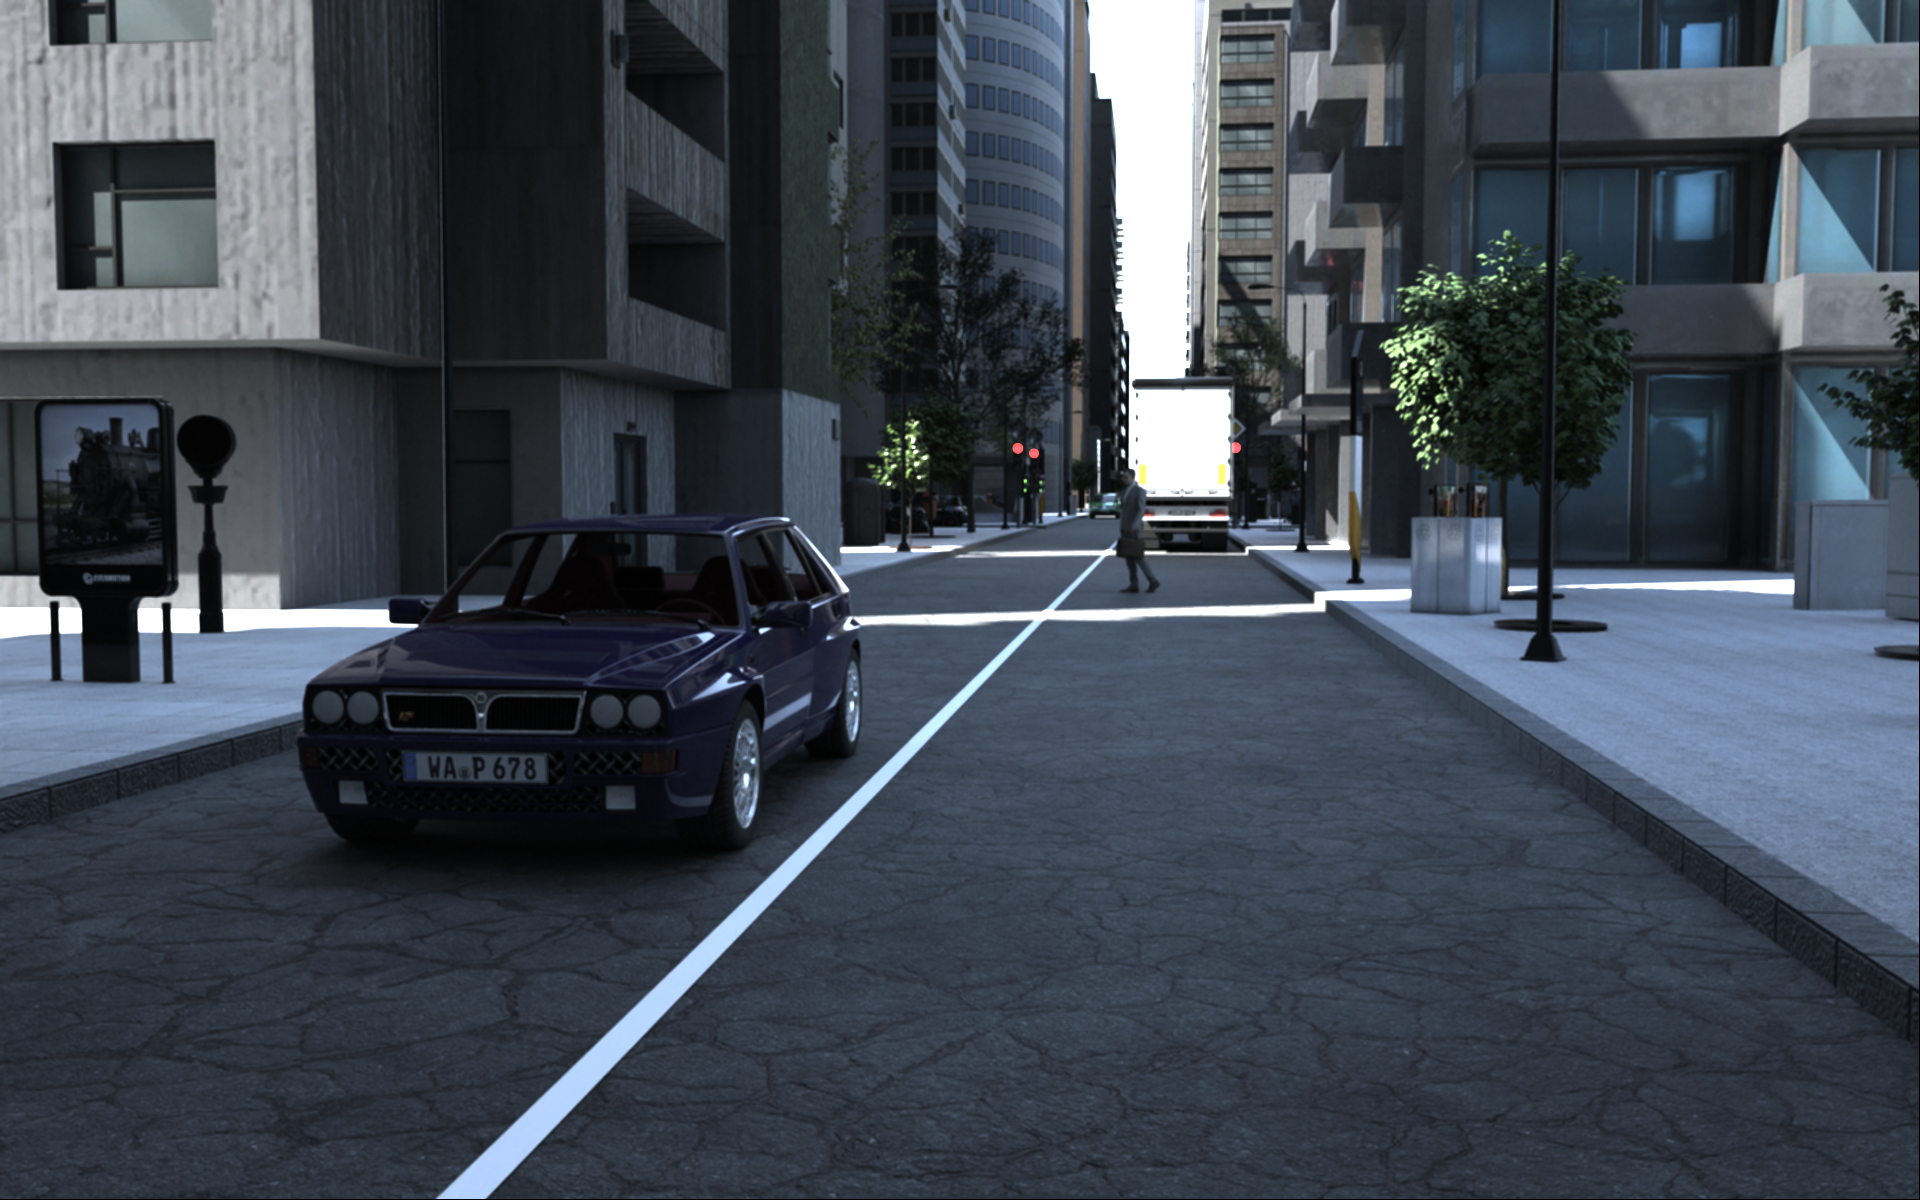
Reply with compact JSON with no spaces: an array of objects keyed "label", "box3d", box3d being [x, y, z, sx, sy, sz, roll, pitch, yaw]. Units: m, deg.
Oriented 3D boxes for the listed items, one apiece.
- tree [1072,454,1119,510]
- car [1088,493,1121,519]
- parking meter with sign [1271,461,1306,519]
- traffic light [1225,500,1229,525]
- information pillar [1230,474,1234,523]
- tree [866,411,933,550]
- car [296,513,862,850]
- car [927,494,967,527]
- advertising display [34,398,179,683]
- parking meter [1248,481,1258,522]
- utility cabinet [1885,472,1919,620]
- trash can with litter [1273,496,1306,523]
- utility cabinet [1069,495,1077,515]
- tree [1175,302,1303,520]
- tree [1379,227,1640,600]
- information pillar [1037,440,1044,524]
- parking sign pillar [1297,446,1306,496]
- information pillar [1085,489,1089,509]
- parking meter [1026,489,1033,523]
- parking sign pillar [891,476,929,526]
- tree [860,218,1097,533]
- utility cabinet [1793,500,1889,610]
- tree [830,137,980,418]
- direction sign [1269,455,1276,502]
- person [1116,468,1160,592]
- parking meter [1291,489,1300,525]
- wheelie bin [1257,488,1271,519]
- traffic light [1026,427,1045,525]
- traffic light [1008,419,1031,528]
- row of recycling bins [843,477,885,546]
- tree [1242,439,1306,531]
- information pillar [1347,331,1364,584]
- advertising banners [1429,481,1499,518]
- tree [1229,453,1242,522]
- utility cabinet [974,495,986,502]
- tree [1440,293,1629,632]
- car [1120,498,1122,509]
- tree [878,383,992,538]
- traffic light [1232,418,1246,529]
[{"label":"tree","box3d":[9.927,-9.668,141.778,4.285,4.588,4.351,0,3,0]},{"label":"car","box3d":[8.579,-5.713,102.209,1.959,1.807,4.718,0,4,6]},{"label":"parking meter with sign","box3d":[17.225,-5.792,90.961,1.738,3.016,0.543,2,4,32]},{"label":"traffic light","box3d":[11.053,-5.065,71.738,0.839,4.253,0.868,0,4,7]},{"label":"information pillar","box3d":[12.015,-5.181,76.067,0.183,3.616,0.504,-1,4,-15]},{"label":"tree","box3d":[-1.108,-2.803,40.437,1.663,3.219,1.824,0,3,0]},{"label":"car","box3d":[-1.568,0.264,8.272,1.945,1.354,3.894,0,4,6]},{"label":"car","box3d":[-1.649,-3.583,68.368,4.222,1.686,2.009,0,4,7]},{"label":"advertising display","box3d":[-5.800,-0.402,11.783,0.974,1.923,0.123,1,4,10]},{"label":"parking meter","box3d":[13.228,-4.436,78.237,0.399,1.863,0.255,0,4,-4]},{"label":"utility cabinet","box3d":[9.768,-0.525,17.270,0.318,1.500,1.173,0,4,-6]},{"label":"trash can with litter","box3d":[14.981,-3.996,76.390,2.233,1.210,1.678,2,4,28]},{"label":"utility cabinet","box3d":[6.995,-5.878,107.270,0.306,1.237,1.020,1,4,15]},{"label":"tree","box3d":[13.758,-9.226,85.261,8.767,10.594,7.601,0,4,7]},{"label":"tree","box3d":[6.864,-2.317,21.591,4.285,4.588,4.351,0,3,0]},{"label":"information pillar","box3d":[3.544,-5.140,75.387,0.183,3.616,0.504,-1,4,-17]},{"label":"parking sign pillar","box3d":[19.332,-6.573,95.934,1.447,3.967,1.447,1,4,16]},{"label":"information pillar","box3d":[10.841,-8.755,147.636,0.304,2.012,0.304,0,4,-4]},{"label":"parking meter","box3d":[3.070,-4.236,77.664,0.372,1.533,0.369,0,3,0]},{"label":"parking sign pillar","box3d":[-1.877,-4.618,63.973,1.447,3.967,1.447,1,4,9]},{"label":"tree","box3d":[0.462,-7.546,57.788,8.767,10.594,7.601,1,4,10]},{"label":"utility cabinet","box3d":[9.843,-0.498,19.302,1.020,1.237,0.306,0,4,-8]},{"label":"tree","box3d":[-2.832,-5.152,34.591,4.737,8.622,4.395,0,3,0]},{"label":"direction sign","box3d":[18.268,-6.622,100.263,0.876,3.537,0.379,-1,4,-12]},{"label":"person","box3d":[2.504,-1.015,25.223,0.853,1.813,0.709,-2,4,-32]},{"label":"parking meter","box3d":[13.904,-3.872,71.712,0.372,1.533,0.369,0,3,0]},{"label":"wheelie bin","box3d":[15.277,-4.869,87.520,0.980,1.594,0.693,2,4,33]},{"label":"traffic light","box3d":[3.145,-5.121,72.656,0.839,4.253,0.868,0,4,7]},{"label":"traffic light","box3d":[2.205,-4.636,64.727,0.839,4.253,0.868,0,4,7]},{"label":"row of recycling bins","box3d":[-2.476,-2.282,44.423,1.069,1.692,3.534,0,4,1]},{"label":"tree","box3d":[11.125,-4.016,60.270,1.663,3.219,1.824,0,3,0]},{"label":"information pillar","box3d":[5.656,-2.041,24.727,0.183,3.616,0.504,2,4,24]},{"label":"advertising banners","box3d":[7.435,-1.756,24.900,2.074,3.025,0.090,-3,4,-37]},{"label":"tree","box3d":[13.027,-5.222,79.983,1.663,3.219,1.824,0,3,0]},{"label":"utility cabinet","box3d":[1.164,-5.918,107.925,1.020,1.237,0.306,-1,4,-11]},{"label":"tree","box3d":[5.709,-1.345,16.589,1.663,3.219,1.824,0,3,0]},{"label":"car","box3d":[16.041,-9.228,162.873,2.014,1.417,4.499,1,4,9]},{"label":"tree","box3d":[-0.762,-4.132,51.267,4.285,4.588,4.351,0,3,0]},{"label":"traffic light","box3d":[10.113,-4.580,63.808,0.839,4.253,0.868,0,4,7]}]
